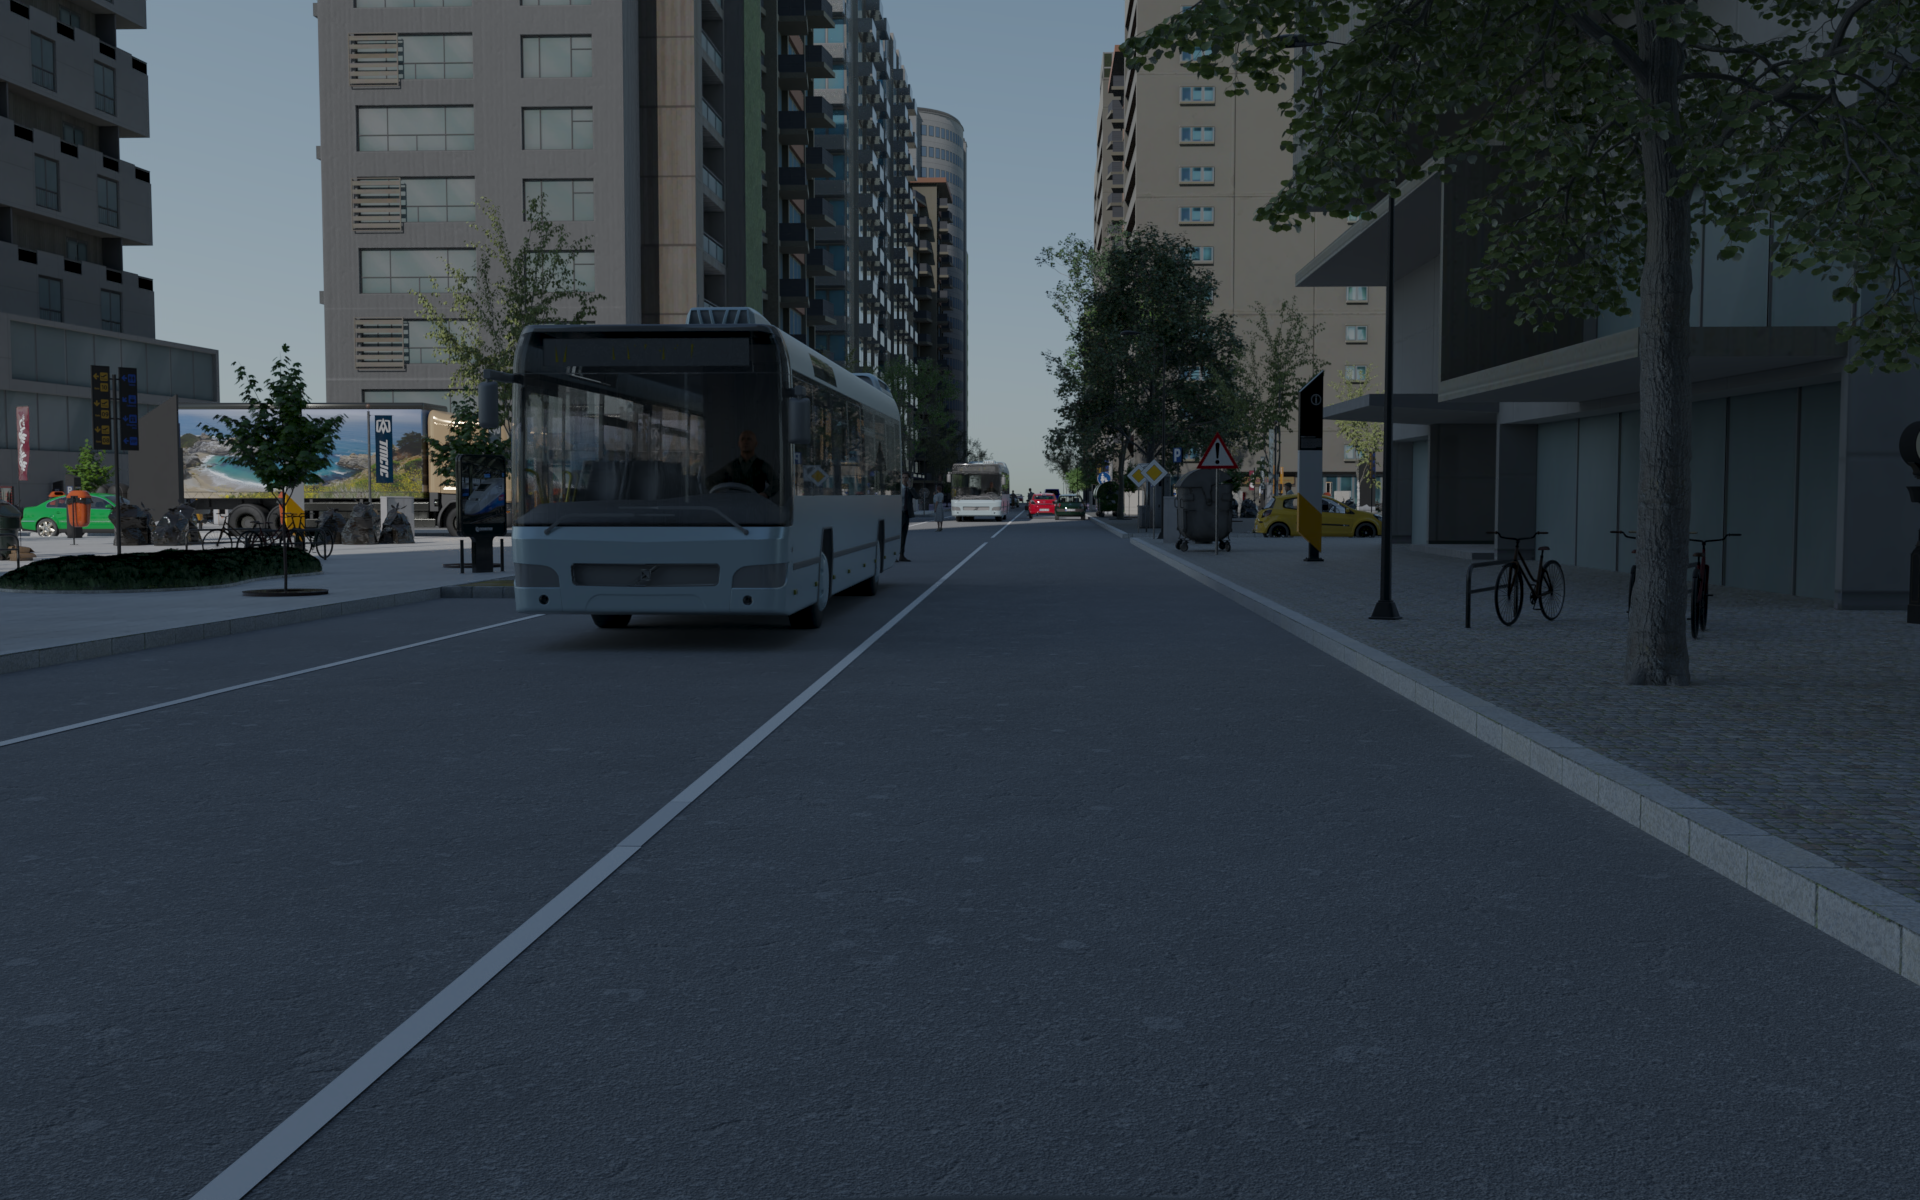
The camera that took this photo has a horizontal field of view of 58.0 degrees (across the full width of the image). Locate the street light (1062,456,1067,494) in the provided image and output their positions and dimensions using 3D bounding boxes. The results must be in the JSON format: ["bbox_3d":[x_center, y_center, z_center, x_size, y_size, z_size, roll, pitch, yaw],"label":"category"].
[{"bbox_3d":[11.473,-12.518,177.208,1.470,5.913,1.316,0,4,3],"label":"street light"}]

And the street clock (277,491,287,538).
[{"bbox_3d":[-19.730,-2.811,50.537,0.358,2.002,0.471,1,4,10],"label":"street clock"}]

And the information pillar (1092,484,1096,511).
[{"bbox_3d":[9.986,-7.628,129.202,0.304,2.012,0.304,0,4,1],"label":"information pillar"}]

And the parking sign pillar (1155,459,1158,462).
[{"bbox_3d":[15.086,-8.695,130.633,1.447,3.967,1.447,3,4,39],"label":"parking sign pillar"}]

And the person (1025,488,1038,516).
[{"bbox_3d":[4.680,-6.418,113.399,0.822,1.834,0.622,3,4,38],"label":"person"}]

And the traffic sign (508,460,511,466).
[{"bbox_3d":[-8.082,-1.982,32.407,0.884,2.594,0.081,1,4,9],"label":"traffic sign"}]

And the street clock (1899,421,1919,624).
[{"bbox_3d":[9.532,-0.767,17.103,0.471,2.002,0.358,-1,4,-11],"label":"street clock"}]

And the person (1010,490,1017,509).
[{"bbox_3d":[5.167,-9.850,169.556,1.348,1.824,0.705,-3,5,-43],"label":"person"}]

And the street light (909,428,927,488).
[{"bbox_3d":[-2.980,-9.091,121.183,1.470,5.913,1.316,0,4,3],"label":"street light"}]

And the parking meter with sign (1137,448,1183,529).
[{"bbox_3d":[7.475,-4.196,64.861,1.738,3.016,0.543,-2,4,-27],"label":"parking meter with sign"}]

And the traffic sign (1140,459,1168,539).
[{"bbox_3d":[5.534,-2.800,49.418,0.795,2.450,0.064,0,4,3],"label":"traffic sign"}]

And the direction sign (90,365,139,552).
[{"bbox_3d":[-15.012,-2.375,30.832,0.379,3.537,0.876,2,4,30],"label":"direction sign"}]

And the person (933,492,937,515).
[{"bbox_3d":[-1.712,-6.715,120.102,0.330,1.601,0.589,2,4,25],"label":"person"}]

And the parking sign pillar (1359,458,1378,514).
[{"bbox_3d":[26.627,-7.635,113.301,1.447,3.967,1.447,-2,4,-24],"label":"parking sign pillar"}]

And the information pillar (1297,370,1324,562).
[{"bbox_3d":[6.655,-2.538,32.859,0.504,3.616,0.183,-1,4,-12],"label":"information pillar"}]

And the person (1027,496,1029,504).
[{"bbox_3d":[9.656,-14.343,244.473,0.415,1.643,0.593,0,4,4],"label":"person"}]

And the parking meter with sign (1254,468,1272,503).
[{"bbox_3d":[20.148,-7.176,113.582,1.738,3.016,0.543,1,4,14],"label":"parking meter with sign"}]

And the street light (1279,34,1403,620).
[{"bbox_3d":[3.831,-2.759,17.647,1.470,5.913,1.316,0,4,3],"label":"street light"}]

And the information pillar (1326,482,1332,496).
[{"bbox_3d":[22.725,-6.251,106.695,0.304,2.012,0.304,2,4,31],"label":"information pillar"}]

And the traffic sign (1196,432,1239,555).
[{"bbox_3d":[5.420,-2.232,36.491,0.884,2.594,0.081,1,4,11],"label":"traffic sign"}]

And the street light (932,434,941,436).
[{"bbox_3d":[-2.217,-9.932,134.922,1.470,5.913,1.316,0,4,3],"label":"street light"}]

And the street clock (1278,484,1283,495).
[{"bbox_3d":[22.462,-7.147,121.431,0.358,2.002,0.471,0,4,3],"label":"street clock"}]

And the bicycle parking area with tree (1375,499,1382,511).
[{"bbox_3d":[33.506,-8.522,126.328,9.016,4.147,8.231,3,5,40],"label":"bicycle parking area with tree"}]

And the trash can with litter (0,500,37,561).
[{"bbox_3d":[-18.234,-1.346,33.393,1.055,1.170,0.624,2,4,26],"label":"trash can with litter"}]

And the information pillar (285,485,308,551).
[{"bbox_3d":[-14.776,-2.878,38.416,0.183,3.616,0.504,2,4,31],"label":"information pillar"}]

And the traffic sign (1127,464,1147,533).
[{"bbox_3d":[5.918,-3.288,57.394,0.795,2.450,0.064,0,4,3],"label":"traffic sign"}]

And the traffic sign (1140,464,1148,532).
[{"bbox_3d":[6.260,-3.423,58.089,0.606,2.300,0.079,1,4,9],"label":"traffic sign"}]

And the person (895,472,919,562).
[{"bbox_3d":[-1.191,-1.758,36.608,0.648,1.900,0.474,-2,4,-32],"label":"person"}]

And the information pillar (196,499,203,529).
[{"bbox_3d":[-26.675,-4.240,60.681,0.183,3.616,0.504,-1,4,-9],"label":"information pillar"}]

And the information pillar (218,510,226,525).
[{"bbox_3d":[-30.184,-4.057,70.816,0.304,2.012,0.304,-2,4,-25],"label":"information pillar"}]

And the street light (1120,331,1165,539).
[{"bbox_3d":[5.262,-4.700,49.382,1.470,5.913,1.316,0,4,3],"label":"street light"}]

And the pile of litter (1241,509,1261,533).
[{"bbox_3d":[10.151,-2.638,57.100,1.719,0.858,1.176,3,5,39],"label":"pile of litter"}]

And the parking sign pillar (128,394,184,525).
[{"bbox_3d":[-21.812,-3.579,46.996,1.447,3.967,1.447,0,4,-5],"label":"parking sign pillar"}]

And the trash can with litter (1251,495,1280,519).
[{"bbox_3d":[15.870,-4.709,88.043,2.233,1.210,1.678,1,4,13],"label":"trash can with litter"}]

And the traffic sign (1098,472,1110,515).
[{"bbox_3d":[8.334,-6.120,100.164,0.768,2.556,0.104,0,4,8],"label":"traffic sign"}]

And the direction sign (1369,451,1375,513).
[{"bbox_3d":[21.759,-6.085,91.487,0.379,3.537,0.876,0,4,-6],"label":"direction sign"}]

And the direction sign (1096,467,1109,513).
[{"bbox_3d":[8.956,-7.140,108.741,0.876,3.537,0.379,-2,4,-25],"label":"direction sign"}]

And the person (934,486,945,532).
[{"bbox_3d":[-0.856,-3.505,66.380,0.524,1.755,0.480,2,4,35],"label":"person"}]

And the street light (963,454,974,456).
[{"bbox_3d":[0.863,-13.846,198.917,1.470,5.913,1.316,0,4,3],"label":"street light"}]

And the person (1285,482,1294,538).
[{"bbox_3d":[10.306,-2.809,54.602,0.466,1.800,0.511,1,4,11],"label":"person"}]

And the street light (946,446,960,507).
[{"bbox_3d":[-0.723,-11.870,166.612,1.470,5.913,1.316,0,4,3],"label":"street light"}]

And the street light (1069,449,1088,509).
[{"bbox_3d":[10.032,-10.544,144.928,1.470,5.913,1.316,0,4,3],"label":"street light"}]

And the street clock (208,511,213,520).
[{"bbox_3d":[-37.337,-4.988,86.126,0.358,2.002,0.471,2,4,32],"label":"street clock"}]
